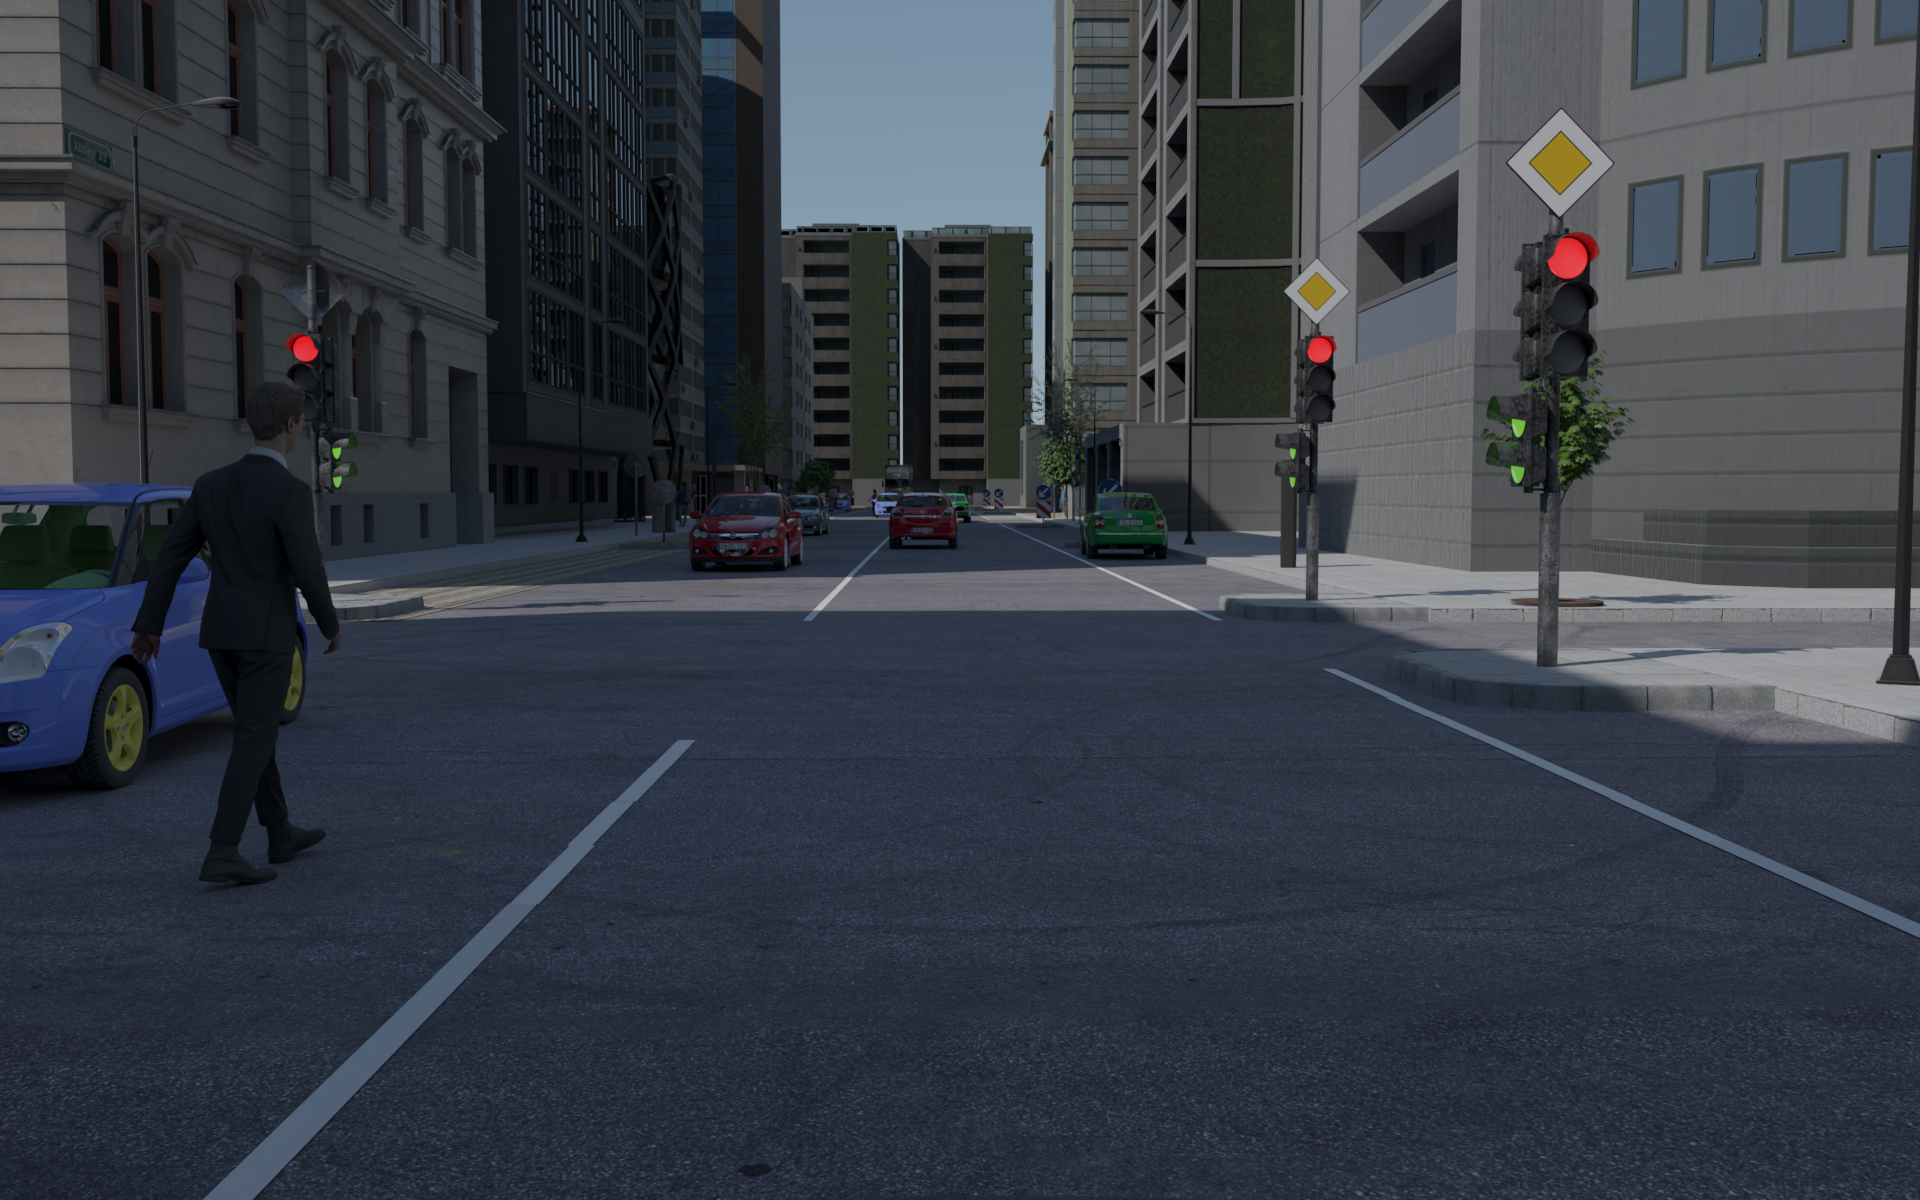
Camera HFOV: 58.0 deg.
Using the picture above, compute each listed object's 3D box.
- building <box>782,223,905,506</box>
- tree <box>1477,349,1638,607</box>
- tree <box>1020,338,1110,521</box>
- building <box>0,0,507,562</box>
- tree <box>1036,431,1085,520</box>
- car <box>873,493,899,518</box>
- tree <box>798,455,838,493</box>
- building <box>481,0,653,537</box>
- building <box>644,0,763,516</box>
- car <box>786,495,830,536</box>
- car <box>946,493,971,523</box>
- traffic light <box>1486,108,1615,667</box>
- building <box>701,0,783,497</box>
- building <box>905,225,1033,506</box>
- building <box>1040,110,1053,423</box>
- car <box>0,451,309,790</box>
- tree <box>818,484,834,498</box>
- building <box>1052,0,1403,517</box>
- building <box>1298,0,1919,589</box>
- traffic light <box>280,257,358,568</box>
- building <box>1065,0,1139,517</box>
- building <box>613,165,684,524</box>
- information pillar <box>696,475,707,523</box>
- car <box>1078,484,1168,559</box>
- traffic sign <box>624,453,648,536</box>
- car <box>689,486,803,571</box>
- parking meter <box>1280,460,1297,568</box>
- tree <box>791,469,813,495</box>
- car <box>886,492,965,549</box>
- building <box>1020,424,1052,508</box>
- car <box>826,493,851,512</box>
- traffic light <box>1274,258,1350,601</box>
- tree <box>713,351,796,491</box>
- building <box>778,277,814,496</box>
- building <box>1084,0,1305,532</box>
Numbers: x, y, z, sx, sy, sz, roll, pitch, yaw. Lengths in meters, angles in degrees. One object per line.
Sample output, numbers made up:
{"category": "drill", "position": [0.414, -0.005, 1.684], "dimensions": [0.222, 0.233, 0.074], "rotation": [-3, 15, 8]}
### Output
{"category": "building", "position": [-13.485, -25.442, 187.679], "dimensions": [14.107, 30.474, 14.160], "rotation": [0, 4, -1]}
{"category": "tree", "position": [6.801, -1.557, 20.059], "dimensions": [1.663, 3.219, 1.824], "rotation": [0, 3, 0]}
{"category": "tree", "position": [5.182, -7.994, 81.066], "dimensions": [4.360, 8.622, 3.978], "rotation": [0, 3, 0]}
{"category": "building", "position": [-18.301, -15.057, 33.575], "dimensions": [14.401, 28.519, 23.554], "rotation": [0, 4, -1]}
{"category": "tree", "position": [5.410, -6.327, 87.161], "dimensions": [4.285, 4.588, 4.351], "rotation": [0, 3, 0]}
{"category": "car", "position": [-4.319, -5.846, 105.166], "dimensions": [1.945, 1.707, 3.694], "rotation": [0, 4, -3]}
{"category": "tree", "position": [-11.887, -9.822, 144.309], "dimensions": [4.285, 4.588, 4.351], "rotation": [0, 3, 0]}
{"category": "building", "position": [-19.372, -16.201, 58.388], "dimensions": [14.314, 27.812, 24.014], "rotation": [0, 4, -1]}
{"category": "building", "position": [-28.986, -25.393, 107.053], "dimensions": [32.217, 40.220, 23.993], "rotation": [0, 4, -1]}
{"category": "car", "position": [-5.589, -2.984, 60.793], "dimensions": [2.014, 1.417, 4.499], "rotation": [0, 4, 1]}
{"category": "car", "position": [-0.396, -4.826, 87.702], "dimensions": [1.959, 1.807, 4.718], "rotation": [0, 4, -2]}
{"category": "traffic light", "position": [4.353, -1.459, 12.783], "dimensions": [0.839, 4.253, 0.868], "rotation": [0, 4, -1]}
{"category": "building", "position": [-20.562, -29.134, 126.443], "dimensions": [14.600, 45.320, 14.200], "rotation": [0, 4, -1]}
{"category": "building", "position": [0.667, -25.498, 188.587], "dimensions": [14.107, 30.474, 14.160], "rotation": [0, 4, -1]}
{"category": "building", "position": [22.092, -32.877, 192.164], "dimensions": [28.867, 44.769, 22.147], "rotation": [0, 4, -1]}
{"category": "car", "position": [-4.942, 0.007, 9.477], "dimensions": [1.945, 1.707, 3.694], "rotation": [0, 4, -3]}
{"category": "tree", "position": [-12.043, -9.566, 150.999], "dimensions": [1.663, 3.219, 1.824], "rotation": [0, 3, 0]}
{"category": "building", "position": [17.196, -35.615, 124.302], "dimensions": [21.231, 58.520, 28.212], "rotation": [0, 4, -1]}
{"category": "building", "position": [22.350, -29.940, 31.516], "dimensions": [28.212, 58.520, 21.231], "rotation": [0, 4, -1]}
{"category": "traffic light", "position": [-7.636, -1.935, 20.560], "dimensions": [0.839, 4.253, 0.868], "rotation": [0, 4, -1]}
{"category": "building", "position": [13.240, -25.692, 103.654], "dimensions": [14.154, 41.232, 14.086], "rotation": [0, 4, -1]}
{"category": "building", "position": [-21.390, -12.950, 79.191], "dimensions": [16.820, 18.784, 16.811], "rotation": [0, 4, -1]}
{"category": "information pillar", "position": [-10.140, -3.878, 67.904], "dimensions": [0.304, 2.012, 0.304], "rotation": [-3, 5, -42]}
{"category": "car", "position": [3.711, -1.888, 39.672], "dimensions": [1.959, 1.807, 4.718], "rotation": [0, 4, 1]}
{"category": "traffic sign", "position": [-9.992, -3.259, 53.399], "dimensions": [0.768, 2.556, 0.104], "rotation": [0, 4, 3]}
{"category": "car", "position": [-4.107, -1.506, 33.670], "dimensions": [2.155, 1.783, 4.494], "rotation": [0, 4, 1]}
{"category": "parking meter", "position": [5.733, -1.497, 30.193], "dimensions": [0.255, 1.863, 0.399], "rotation": [1, 4, 15]}
{"category": "tree", "position": [-12.200, -8.521, 133.917], "dimensions": [1.663, 3.219, 1.824], "rotation": [0, 3, 0]}
{"category": "car", "position": [-0.953, -2.302, 46.676], "dimensions": [2.155, 1.783, 4.494], "rotation": [0, 4, 1]}
{"category": "building", "position": [17.354, -51.397, 153.017], "dimensions": [22.319, 86.520, 31.000], "rotation": [0, 4, -1]}
{"category": "car", "position": [-9.468, -7.693, 135.366], "dimensions": [1.945, 1.707, 3.694], "rotation": [0, 4, 1]}
{"category": "traffic light", "position": [4.224, -1.948, 20.767], "dimensions": [0.839, 4.253, 0.868], "rotation": [0, 4, -1]}
{"category": "tree", "position": [-10.679, -8.565, 90.406], "dimensions": [4.737, 8.622, 4.395], "rotation": [0, 3, 0]}
{"category": "building", "position": [-28.505, -18.989, 155.514], "dimensions": [28.899, 21.520, 27.650], "rotation": [0, 4, -1]}
{"category": "building", "position": [15.726, -38.154, 62.077], "dimensions": [20.563, 71.187, 20.611], "rotation": [0, 4, -1]}
